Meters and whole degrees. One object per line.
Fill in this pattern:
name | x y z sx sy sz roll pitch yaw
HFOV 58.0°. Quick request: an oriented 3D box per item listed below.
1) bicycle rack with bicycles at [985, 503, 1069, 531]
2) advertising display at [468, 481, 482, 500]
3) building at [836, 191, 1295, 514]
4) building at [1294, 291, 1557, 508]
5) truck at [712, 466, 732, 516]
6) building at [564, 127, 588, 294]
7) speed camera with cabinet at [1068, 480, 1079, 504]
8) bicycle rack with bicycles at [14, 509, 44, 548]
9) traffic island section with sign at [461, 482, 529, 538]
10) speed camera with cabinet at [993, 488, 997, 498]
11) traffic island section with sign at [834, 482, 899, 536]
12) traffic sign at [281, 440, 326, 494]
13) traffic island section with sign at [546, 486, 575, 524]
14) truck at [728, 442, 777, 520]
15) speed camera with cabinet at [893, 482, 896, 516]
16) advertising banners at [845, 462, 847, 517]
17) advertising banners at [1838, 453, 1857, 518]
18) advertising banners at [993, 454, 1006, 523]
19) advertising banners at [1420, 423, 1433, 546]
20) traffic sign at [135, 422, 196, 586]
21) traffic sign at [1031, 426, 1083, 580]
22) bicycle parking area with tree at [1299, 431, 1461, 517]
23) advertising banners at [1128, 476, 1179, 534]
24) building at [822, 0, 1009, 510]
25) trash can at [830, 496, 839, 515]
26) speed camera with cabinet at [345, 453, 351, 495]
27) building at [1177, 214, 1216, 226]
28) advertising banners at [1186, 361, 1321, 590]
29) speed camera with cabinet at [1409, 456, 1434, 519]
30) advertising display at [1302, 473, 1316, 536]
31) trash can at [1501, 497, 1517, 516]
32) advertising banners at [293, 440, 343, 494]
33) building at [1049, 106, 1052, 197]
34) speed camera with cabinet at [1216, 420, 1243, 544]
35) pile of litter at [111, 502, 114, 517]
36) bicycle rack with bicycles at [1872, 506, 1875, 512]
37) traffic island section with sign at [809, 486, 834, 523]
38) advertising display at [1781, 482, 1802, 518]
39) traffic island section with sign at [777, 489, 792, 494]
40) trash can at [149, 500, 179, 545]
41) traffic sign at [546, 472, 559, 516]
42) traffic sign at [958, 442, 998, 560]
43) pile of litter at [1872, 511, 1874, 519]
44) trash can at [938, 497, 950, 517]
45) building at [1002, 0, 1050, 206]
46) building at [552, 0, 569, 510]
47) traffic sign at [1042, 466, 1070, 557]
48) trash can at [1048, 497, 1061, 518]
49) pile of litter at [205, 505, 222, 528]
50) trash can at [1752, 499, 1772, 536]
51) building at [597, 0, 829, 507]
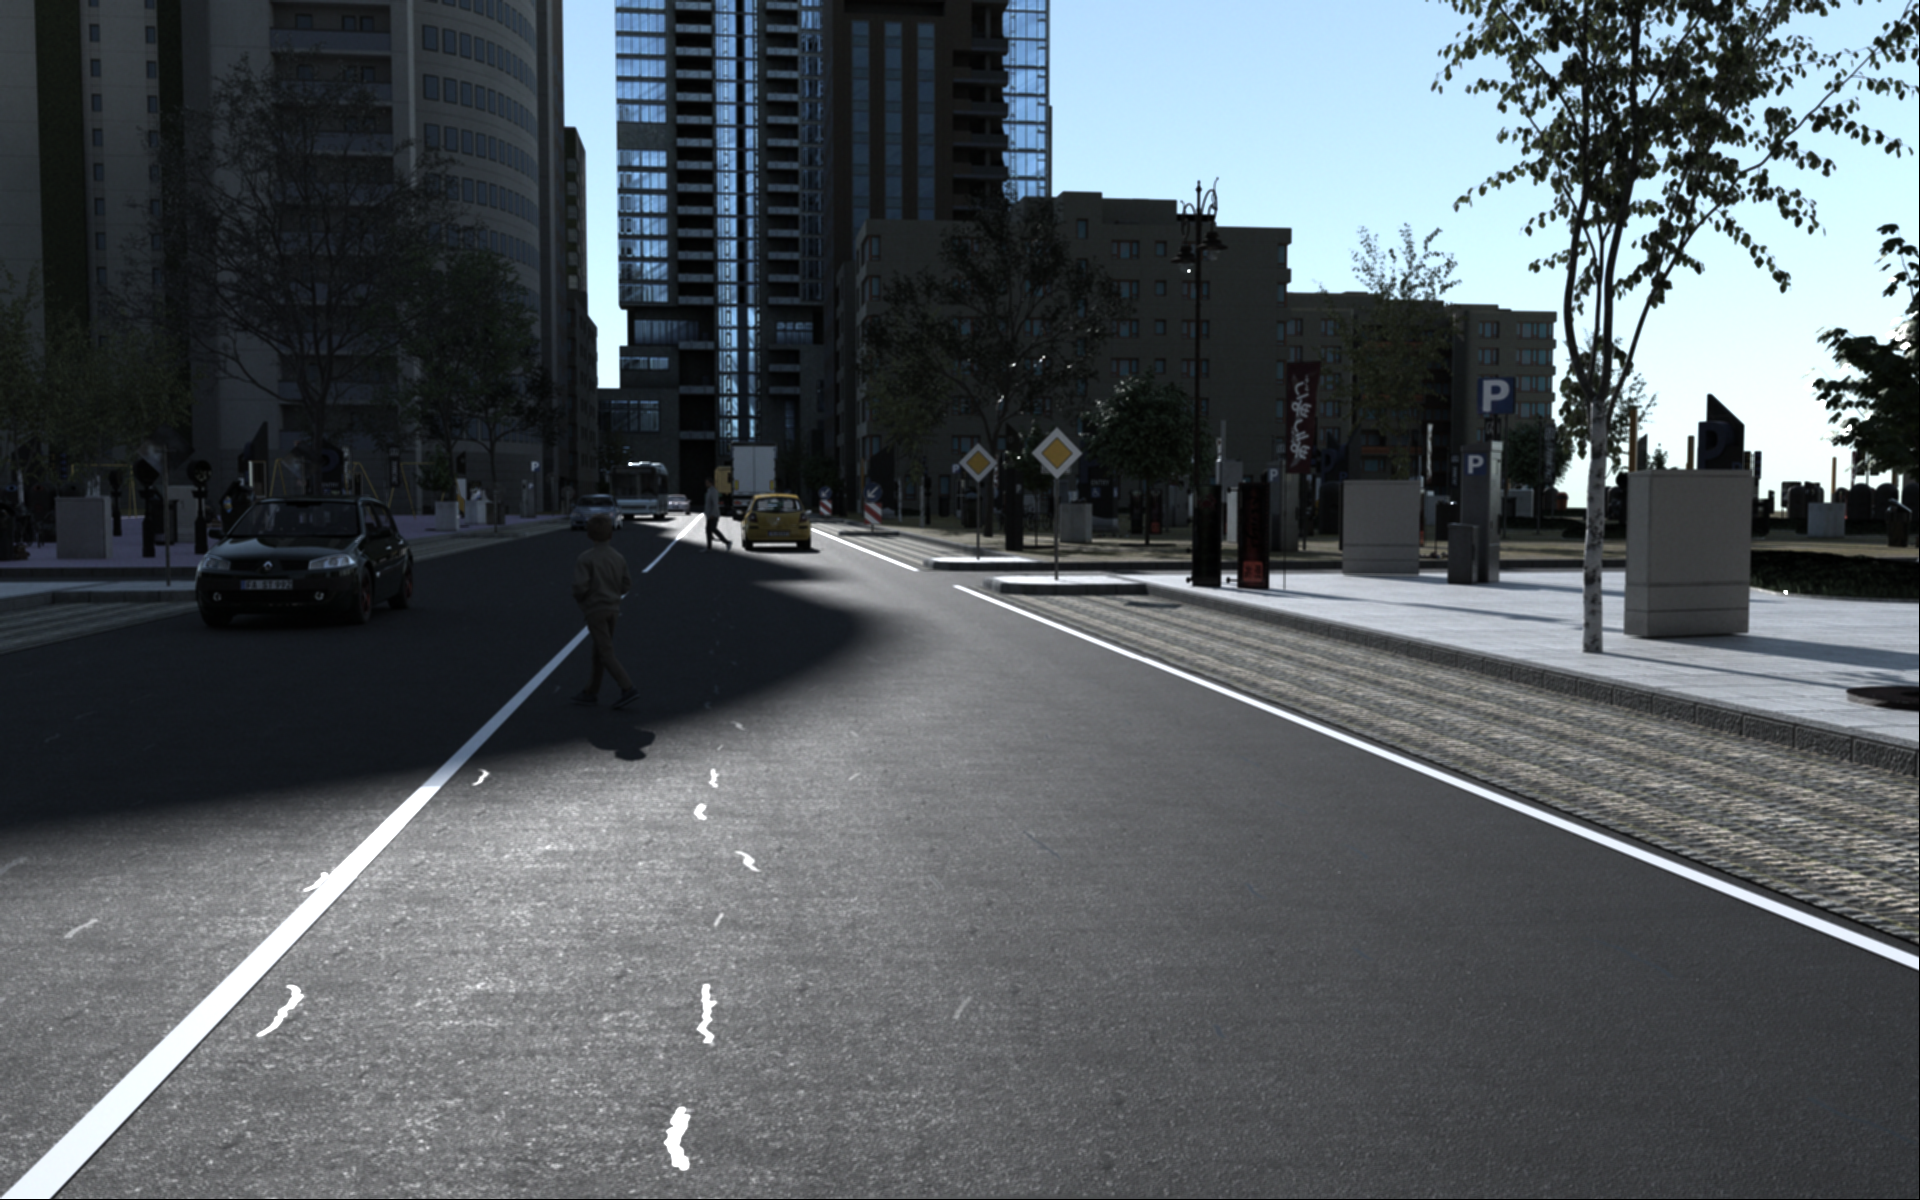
bicycle rack with bicycles | 2.118 -2.922 61.153 2.852 0.926 2.925 -1 4 -20
advertising display | -24.058 -4.934 85.878 0.123 1.923 0.974 1 4 19
building | 5.849 -17.132 125.151 27.650 21.520 28.899 0 4 -8
building | 40.207 -20.227 175.758 28.899 21.520 27.650 0 4 -8
truck | -15.357 -7.499 118.534 3.469 3.379 9.791 0 4 -6
building | -49.430 -31.288 195.161 14.086 41.232 14.154 0 4 -8
speed camera with cabinet | 6.949 -6.746 104.635 0.660 3.252 2.038 -3 5 -42
bicycle rack with bicycles | -23.207 -1.722 41.532 2.852 0.926 2.925 -2 4 -24
traffic island section with sign | -15.246 -2.951 56.883 1.989 1.847 2.006 0 4 -8
speed camera with cabinet | 2.272 -5.929 91.273 2.038 3.252 0.660 1 4 12
traffic island section with sign | -3.180 -3.123 59.684 1.989 1.847 2.006 0 4 -8
traffic sign | -12.130 -1.736 32.021 0.795 2.450 0.064 0 4 -8
traffic island section with sign | -18.905 -4.590 83.676 1.989 1.847 2.006 0 4 -8
truck | -11.772 -6.698 98.427 2.839 4.237 11.283 0 4 -7
speed camera with cabinet | -3.817 -6.028 92.892 0.660 3.252 2.038 0 4 3
advertising banners | -6.233 -6.030 94.774 0.090 3.025 2.074 0 4 -2
advertising banners | 36.418 -4.582 71.101 0.090 3.025 2.074 1 4 11
advertising banners | 2.039 -4.937 76.913 0.090 3.025 2.074 3 5 42
advertising banners | 11.302 -2.828 42.426 0.090 3.025 2.074 2 4 29
traffic sign | -11.043 -1.252 24.110 0.795 2.450 0.064 0 4 -8
traffic sign | 1.437 -1.355 25.796 0.795 2.450 0.064 0 4 -8
bicycle parking area with tree | 19.688 -5.768 81.304 9.016 4.147 8.231 0 4 -8
advertising banners | 6.227 -3.613 55.258 2.074 3.025 0.090 3 5 43
building | -4.109 -30.255 144.772 14.600 45.320 14.200 0 4 -8
trash can | -7.624 -5.774 106.052 0.748 1.137 0.748 0 3 0
speed camera with cabinet | -29.555 -5.363 82.016 2.038 3.252 0.660 0 4 3
building | 17.913 -24.959 179.788 14.107 30.474 14.160 0 4 -8
advertising banners | 3.960 -1.668 23.457 2.074 3.025 0.090 3 5 42
speed camera with cabinet | 24.022 -5.863 90.193 0.660 3.252 2.038 3 4 38
advertising display | 10.678 -2.922 52.982 0.123 1.923 0.974 0 4 -5
trash can | 25.214 -4.154 79.570 0.748 1.137 0.748 0 3 0
advertising banners | -21.189 -3.732 57.209 0.090 3.025 2.074 2 4 25
building | -1.460 -35.599 205.748 21.600 48.544 21.300 0 4 -8
speed camera with cabinet | 7.321 -3.146 45.766 0.660 3.252 2.038 0 4 -8
pile of litter | -46.984 -4.966 95.166 1.176 0.858 1.719 1 4 13
bicycle rack with bicycles | 50.327 -5.113 96.977 2.852 0.926 2.925 -1 4 -15
traffic island section with sign | -6.861 -4.756 86.388 1.989 1.847 2.006 0 4 -8
advertising display | 42.958 -5.156 89.517 0.123 1.923 0.974 -3 5 -39
traffic island section with sign | -13.621 -7.776 135.771 1.989 1.847 2.006 0 4 -8
trash can | -19.977 -1.946 43.463 0.748 1.137 0.748 0 3 0
traffic sign | -23.677 -6.149 100.648 0.768 2.556 0.104 0 4 -7
traffic sign | 0.351 -1.839 33.707 0.795 2.450 0.064 0 4 -8
pile of litter | 45.953 -4.500 87.548 1.176 0.858 1.719 0 4 -7
trash can | -0.894 -5.261 97.667 0.748 1.137 0.748 0 3 0
building | -3.025 -52.220 166.470 22.319 86.520 31.000 0 4 -8
building | -39.584 -29.975 140.194 14.600 45.320 14.200 0 4 -8
traffic sign | 1.960 -2.040 35.479 0.606 2.300 0.079 0 4 -4
trash can | 5.002 -4.896 91.704 0.748 1.137 0.748 0 3 0
pile of litter | -28.919 -3.218 66.576 1.719 0.858 1.176 -1 4 -18
trash can | 24.636 -2.554 53.407 0.748 1.137 0.748 0 3 0
building | -27.711 -54.351 201.315 31.000 86.520 22.319 0 4 -8
